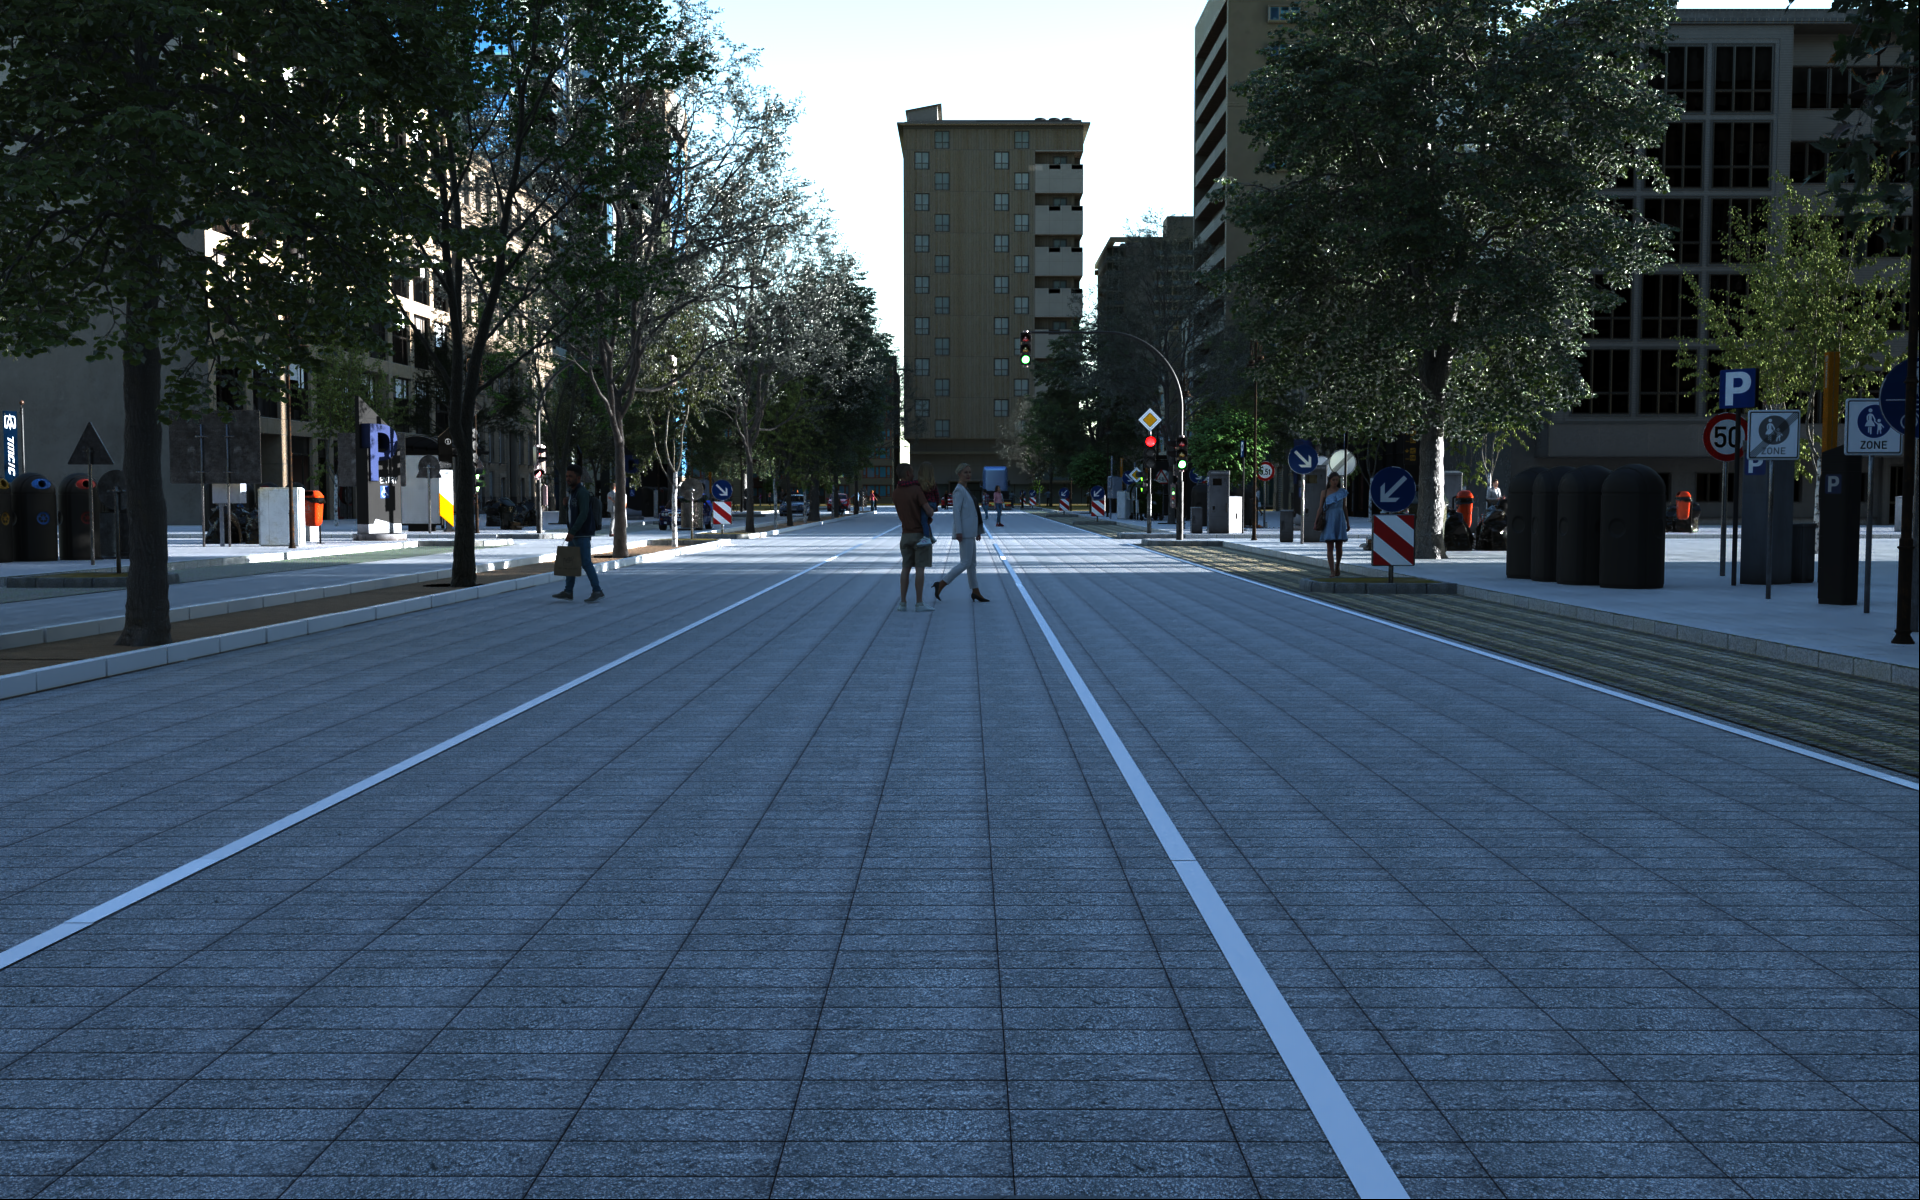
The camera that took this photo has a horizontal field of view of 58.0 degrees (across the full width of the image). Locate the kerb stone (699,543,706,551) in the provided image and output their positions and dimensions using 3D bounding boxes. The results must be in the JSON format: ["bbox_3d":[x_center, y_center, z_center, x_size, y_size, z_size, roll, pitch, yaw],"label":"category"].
[{"bbox_3d":[-6.623,-1.319,43.767,0.120,0.150,1.000,0,4,0],"label":"kerb stone"}]

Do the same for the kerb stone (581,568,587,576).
[{"bbox_3d":[-6.665,-0.505,30.450,0.120,0.150,1.000,0,4,0],"label":"kerb stone"}]

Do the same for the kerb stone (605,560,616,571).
[{"bbox_3d":[-6.658,-0.630,32.499,0.120,0.150,1.000,0,4,0],"label":"kerb stone"}]

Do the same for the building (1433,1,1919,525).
[{"bbox_3d":[37.673,-15.736,76.357,30.058,24.678,14.314,0,4,0],"label":"building"}]

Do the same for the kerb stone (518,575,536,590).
[{"bbox_3d":[-6.677,-0.250,26.357,0.120,0.150,1.000,0,4,0],"label":"kerb stone"}]

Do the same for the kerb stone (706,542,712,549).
[{"bbox_3d":[-6.625,-1.379,44.794,0.120,0.150,1.000,0,4,0],"label":"kerb stone"}]

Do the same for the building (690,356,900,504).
[{"bbox_3d":[-23.345,-24.326,242.764,28.899,21.520,27.650,0,4,0],"label":"building"}]

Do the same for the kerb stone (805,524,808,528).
[{"bbox_3d":[-6.539,-3.043,71.945,0.120,0.150,1.000,0,4,0],"label":"kerb stone"}]

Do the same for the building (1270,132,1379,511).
[{"bbox_3d":[30.813,-17.273,115.704,16.112,22.955,30.059,0,4,0],"label":"building"}]

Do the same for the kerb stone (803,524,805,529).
[{"bbox_3d":[-6.538,-2.978,70.923,0.120,0.150,1.000,0,4,0],"label":"kerb stone"}]

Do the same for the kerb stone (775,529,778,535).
[{"bbox_3d":[-6.572,-2.353,60.664,0.120,0.150,1.000,0,4,0],"label":"kerb stone"}]

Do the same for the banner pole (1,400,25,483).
[{"bbox_3d":[-25.068,-3.425,46.020,0.401,3.779,0.863,1,4,17],"label":"banner pole"}]

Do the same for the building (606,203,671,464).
[{"bbox_3d":[-36.624,-24.381,170.333,14.160,30.474,14.107,0,4,0],"label":"building"}]

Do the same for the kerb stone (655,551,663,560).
[{"bbox_3d":[-6.646,-0.937,37.618,0.120,0.150,1.000,0,4,0],"label":"kerb stone"}]

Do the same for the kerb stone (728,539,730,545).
[{"bbox_3d":[-6.613,-1.632,48.882,0.120,0.150,1.000,0,4,0],"label":"kerb stone"}]

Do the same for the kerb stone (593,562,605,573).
[{"bbox_3d":[-6.657,-0.565,31.472,0.120,0.150,1.000,0,4,0],"label":"kerb stone"}]

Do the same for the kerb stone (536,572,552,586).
[{"bbox_3d":[-6.677,-0.317,27.378,0.120,0.150,1.000,0,4,0],"label":"kerb stone"}]

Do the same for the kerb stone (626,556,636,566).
[{"bbox_3d":[-6.659,-0.755,34.545,0.120,0.150,1.000,0,4,0],"label":"kerb stone"}]

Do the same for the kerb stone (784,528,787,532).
[{"bbox_3d":[-6.565,-2.542,63.752,0.120,0.150,1.000,0,4,0],"label":"kerb stone"}]

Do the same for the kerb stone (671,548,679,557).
[{"bbox_3d":[-6.641,-1.067,39.664,0.120,0.150,1.000,0,4,0],"label":"kerb stone"}]

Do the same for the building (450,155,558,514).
[{"bbox_3d":[-36.201,-19.604,117.794,12.463,27.353,25.104,0,4,0],"label":"building"}]

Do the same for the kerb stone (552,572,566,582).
[{"bbox_3d":[-6.673,-0.380,28.406,0.120,0.150,1.000,0,4,0],"label":"kerb stone"}]

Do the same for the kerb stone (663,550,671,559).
[{"bbox_3d":[-6.645,-1.006,38.640,0.120,0.150,1.000,0,4,0],"label":"kerb stone"}]

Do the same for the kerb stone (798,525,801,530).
[{"bbox_3d":[-6.549,-2.855,68.879,0.120,0.150,1.000,0,4,0],"label":"kerb stone"}]

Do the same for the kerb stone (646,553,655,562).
[{"bbox_3d":[-6.658,-0.881,36.596,0.120,0.150,1.000,0,4,0],"label":"kerb stone"}]

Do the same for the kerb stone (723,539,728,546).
[{"bbox_3d":[-6.616,-1.570,47.860,0.120,0.150,1.000,0,4,0],"label":"kerb stone"}]

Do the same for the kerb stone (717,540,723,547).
[{"bbox_3d":[-6.618,-1.507,46.838,0.120,0.150,1.000,0,4,0],"label":"kerb stone"}]

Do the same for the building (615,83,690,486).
[{"bbox_3d":[-37.372,-32.798,186.353,14.200,45.320,14.600,0,4,0],"label":"building"}]

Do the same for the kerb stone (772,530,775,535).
[{"bbox_3d":[-6.579,-2.283,59.637,0.120,0.150,1.000,0,4,0],"label":"kerb stone"}]

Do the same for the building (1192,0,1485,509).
[{"bbox_3d":[32.664,-32.392,153.312,21.300,48.544,21.600,0,4,0],"label":"building"}]

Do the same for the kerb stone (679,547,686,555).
[{"bbox_3d":[-6.636,-1.131,40.690,0.120,0.150,1.000,0,4,0],"label":"kerb stone"}]

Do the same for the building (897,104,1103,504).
[{"bbox_3d":[5.531,-39.946,242.349,27.495,52.752,28.713,0,4,0],"label":"building"}]

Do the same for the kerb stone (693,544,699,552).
[{"bbox_3d":[-6.637,-1.256,42.739,0.120,0.150,1.000,0,4,0],"label":"kerb stone"}]

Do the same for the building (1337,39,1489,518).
[{"bbox_3d":[28.123,-16.091,92.771,12.332,23.373,15.834,0,4,0],"label":"building"}]

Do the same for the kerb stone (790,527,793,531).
[{"bbox_3d":[-6.560,-2.667,65.802,0.120,0.150,1.000,0,4,0],"label":"kerb stone"}]

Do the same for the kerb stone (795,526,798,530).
[{"bbox_3d":[-6.562,-2.792,67.847,0.120,0.150,1.000,0,4,0],"label":"kerb stone"}]

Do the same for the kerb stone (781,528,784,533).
[{"bbox_3d":[-6.577,-2.479,62.724,0.120,0.150,1.000,0,4,0],"label":"kerb stone"}]

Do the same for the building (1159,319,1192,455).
[{"bbox_3d":[36.005,-20.446,179.329,27.650,21.520,28.899,0,4,0],"label":"building"}]

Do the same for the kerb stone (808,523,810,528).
[{"bbox_3d":[-6.545,-3.105,72.968,0.120,0.150,1.000,0,4,0],"label":"kerb stone"}]

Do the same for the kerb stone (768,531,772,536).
[{"bbox_3d":[-6.577,-2.227,58.614,0.120,0.150,1.000,0,4,0],"label":"kerb stone"}]

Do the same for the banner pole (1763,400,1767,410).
[{"bbox_3d":[21.358,-3.430,46.095,0.401,3.779,0.863,2,4,30],"label":"banner pole"}]

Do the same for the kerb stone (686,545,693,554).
[{"bbox_3d":[-6.635,-1.194,41.716,0.120,0.150,1.000,0,4,0],"label":"kerb stone"}]

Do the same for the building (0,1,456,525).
[{"bbox_3d":[-40.161,-17.284,87.107,19.350,26.468,34.151,0,4,0],"label":"building"}]

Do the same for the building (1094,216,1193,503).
[{"bbox_3d":[31.693,-33.826,244.930,23.993,40.220,32.217,0,4,0],"label":"building"}]

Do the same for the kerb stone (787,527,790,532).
[{"bbox_3d":[-6.567,-2.602,64.779,0.120,0.150,1.000,0,4,0],"label":"kerb stone"}]

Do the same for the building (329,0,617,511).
[{"bbox_3d":[-40.943,-50.975,146.114,22.319,86.520,31.000,0,4,0],"label":"building"}]

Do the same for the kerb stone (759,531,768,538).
[{"bbox_3d":[-6.586,-2.165,57.592,0.120,0.150,1.000,0,4,0],"label":"kerb stone"}]

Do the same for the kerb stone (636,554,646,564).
[{"bbox_3d":[-6.656,-0.818,35.568,0.120,0.150,1.000,0,4,0],"label":"kerb stone"}]

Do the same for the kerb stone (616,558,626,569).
[{"bbox_3d":[-6.663,-0.691,33.521,0.120,0.150,1.000,0,4,0],"label":"kerb stone"}]

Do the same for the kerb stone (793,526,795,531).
[{"bbox_3d":[-6.561,-2.729,66.824,0.120,0.150,1.000,0,4,0],"label":"kerb stone"}]

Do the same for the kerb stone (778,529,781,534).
[{"bbox_3d":[-6.575,-2.416,61.701,0.120,0.150,1.000,0,4,0],"label":"kerb stone"}]

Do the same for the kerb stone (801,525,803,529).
[{"bbox_3d":[-6.545,-2.918,69.901,0.120,0.150,1.000,0,4,0],"label":"kerb stone"}]

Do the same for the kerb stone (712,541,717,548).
[{"bbox_3d":[-6.621,-1.445,45.816,0.120,0.150,1.000,0,4,0],"label":"kerb stone"}]
